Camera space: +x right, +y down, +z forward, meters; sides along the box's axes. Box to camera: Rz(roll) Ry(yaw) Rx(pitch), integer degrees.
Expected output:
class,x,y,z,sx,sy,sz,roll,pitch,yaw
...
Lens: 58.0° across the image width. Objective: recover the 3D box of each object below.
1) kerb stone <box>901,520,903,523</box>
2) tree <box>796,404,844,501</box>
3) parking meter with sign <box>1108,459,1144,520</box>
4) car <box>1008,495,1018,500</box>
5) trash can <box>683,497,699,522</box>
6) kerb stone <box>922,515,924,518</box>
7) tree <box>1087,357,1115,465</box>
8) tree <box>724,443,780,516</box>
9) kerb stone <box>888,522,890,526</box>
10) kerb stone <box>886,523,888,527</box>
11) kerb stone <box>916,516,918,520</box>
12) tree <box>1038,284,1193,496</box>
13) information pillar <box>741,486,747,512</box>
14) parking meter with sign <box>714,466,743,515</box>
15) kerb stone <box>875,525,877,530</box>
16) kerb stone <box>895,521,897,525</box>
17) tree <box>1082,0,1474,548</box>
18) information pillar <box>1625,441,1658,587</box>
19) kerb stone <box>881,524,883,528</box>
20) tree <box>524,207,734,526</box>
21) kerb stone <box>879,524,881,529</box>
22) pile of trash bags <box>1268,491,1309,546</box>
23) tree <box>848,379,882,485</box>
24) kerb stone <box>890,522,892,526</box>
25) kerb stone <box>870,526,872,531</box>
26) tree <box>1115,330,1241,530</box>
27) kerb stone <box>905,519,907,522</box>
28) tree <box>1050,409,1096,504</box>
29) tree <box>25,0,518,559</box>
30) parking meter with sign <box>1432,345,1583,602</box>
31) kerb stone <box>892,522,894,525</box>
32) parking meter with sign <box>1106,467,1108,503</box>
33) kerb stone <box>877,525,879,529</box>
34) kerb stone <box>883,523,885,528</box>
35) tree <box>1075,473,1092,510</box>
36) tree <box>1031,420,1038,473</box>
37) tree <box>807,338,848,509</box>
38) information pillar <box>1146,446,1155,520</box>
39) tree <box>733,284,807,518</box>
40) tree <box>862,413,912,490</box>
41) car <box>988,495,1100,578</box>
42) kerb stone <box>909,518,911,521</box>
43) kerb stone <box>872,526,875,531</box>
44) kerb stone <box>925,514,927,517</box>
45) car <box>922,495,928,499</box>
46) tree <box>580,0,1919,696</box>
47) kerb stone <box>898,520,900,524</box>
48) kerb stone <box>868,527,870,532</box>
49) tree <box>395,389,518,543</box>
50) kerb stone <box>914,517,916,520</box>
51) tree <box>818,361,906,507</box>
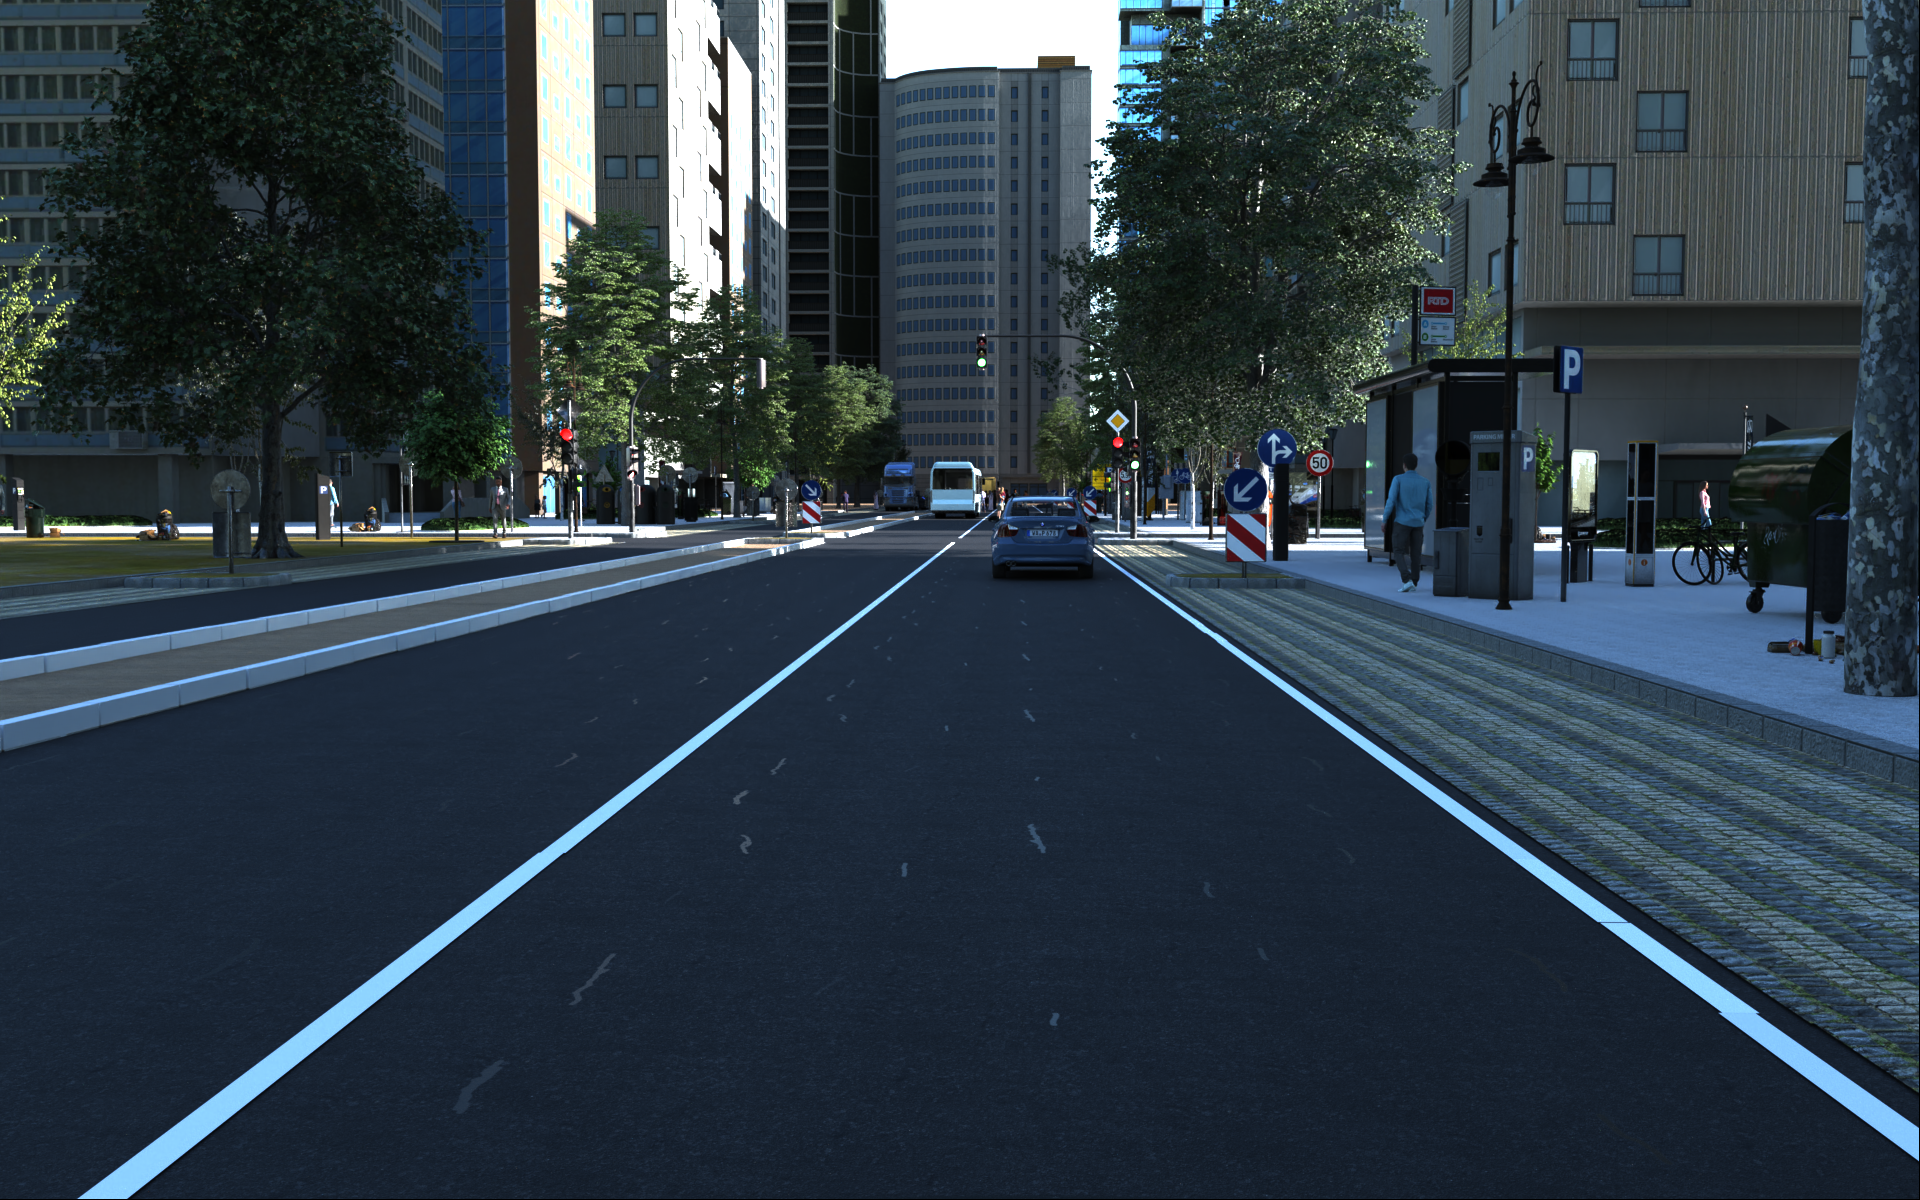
class,x,y,z,sx,sy,sz,roll,pitch,yaw
kerb stone,-2.978,-3.743,83.399,0.120,0.150,1.000,0,4,2
tree,-11.389,-11.307,135.231,4.737,8.622,4.395,0,3,0
parking meter with sign,8.366,-5.459,85.512,1.738,3.016,0.543,2,4,27
car,5.806,-10.689,187.119,2.083,1.381,4.827,0,4,3
trash can,-12.397,-4.171,79.847,0.748,1.137,0.748,0,3,0
kerb stone,-2.373,-4.869,101.833,0.120,0.150,1.000,0,4,2
tree,8.468,-7.779,77.553,4.360,8.622,3.978,0,3,0
tree,-12.232,-7.271,102.590,4.285,4.588,4.351,0,3,0
kerb stone,-3.242,-3.243,75.212,0.120,0.150,1.000,0,4,2
kerb stone,-3.271,-3.175,74.190,0.120,0.150,1.000,0,4,2
kerb stone,-2.572,-4.495,95.686,0.120,0.150,1.000,0,4,2
tree,9.368,-10.660,92.425,7.486,12.596,7.792,0,3,0
information pillar,-14.646,-6.904,117.372,0.304,2.012,0.304,1,4,20
parking meter with sign,-14.439,-6.848,108.220,1.738,3.016,0.543,-1,4,-15
kerb stone,-3.473,-2.804,68.044,0.120,0.150,1.000,0,4,2
kerb stone,-3.103,-3.491,79.301,0.120,0.150,1.000,0,4,2
tree,7.087,-8.233,41.258,9.857,13.997,8.962,0,3,0
information pillar,9.449,-1.195,24.024,0.304,2.012,0.304,0,4,-1
kerb stone,-3.374,-2.992,71.117,0.120,0.150,1.000,0,4,2
tree,-13.896,-9.255,69.453,7.486,12.596,7.792,0,3,0
kerb stone,-3.413,-2.929,70.091,0.120,0.150,1.000,0,4,2
pile of trash bags,7.976,-2.127,44.524,1.912,1.369,3.447,1,4,15
tree,-10.759,-14.331,152.434,7.486,12.596,7.792,0,3,0
kerb stone,-3.213,-3.305,76.234,0.120,0.150,1.000,0,4,2
kerb stone,-3.541,-2.677,65.993,0.120,0.150,1.000,0,4,2
tree,8.311,-6.834,62.093,4.360,8.622,3.978,0,3,0
kerb stone,-2.868,-3.930,86.471,0.120,0.150,1.000,0,4,2
tree,10.204,-12.187,149.623,4.737,8.622,4.395,0,3,0
tree,-13.693,-7.183,34.454,9.611,12.733,9.660,0,3,0
parking meter with sign,6.628,-1.522,21.146,0.543,3.016,1.738,-3,5,-43
kerb stone,-3.168,-3.366,77.255,0.120,0.150,1.000,0,4,2
parking meter with sign,9.871,-7.111,112.519,0.543,3.016,1.738,1,4,13
kerb stone,-3.443,-2.867,69.069,0.120,0.150,1.000,0,4,2
kerb stone,-3.331,-3.052,72.146,0.120,0.150,1.000,0,4,2
tree,10.434,-9.039,142.393,1.663,3.219,1.824,0,3,0
tree,11.718,-17.327,201.430,7.486,12.596,7.792,0,3,0
tree,-12.269,-12.690,125.614,7.486,12.596,7.792,0,3,0
information pillar,9.290,-5.685,84.299,0.504,3.616,0.183,-3,4,-38
tree,-12.578,-10.767,94.172,7.486,12.596,7.792,0,3,0
tree,-8.909,-16.131,198.152,8.767,10.594,7.601,3,4,36
car,1.483,-1.148,30.766,2.014,1.417,4.499,0,4,3
kerb stone,-2.770,-4.117,89.544,0.120,0.150,1.000,0,4,2
kerb stone,-3.506,-2.742,67.022,0.120,0.150,1.000,0,4,2
kerb stone,-2.238,-5.116,105.934,0.120,0.150,1.000,0,4,2
car,-3.543,-12.071,206.943,1.945,1.707,3.694,0,4,4
tree,5.059,-9.385,9.342,12.611,20.169,13.585,0,3,0
kerb stone,-3.036,-3.616,81.345,0.120,0.150,1.000,0,4,2
kerb stone,-3.576,-2.615,64.967,0.120,0.150,1.000,0,4,2
tree,-13.565,-3.825,46.247,4.285,4.588,4.351,0,3,0
kerb stone,-2.631,-4.365,93.643,0.120,0.150,1.000,0,4,2
tree,-9.864,-15.940,167.269,9.857,13.997,8.962,0,3,0
